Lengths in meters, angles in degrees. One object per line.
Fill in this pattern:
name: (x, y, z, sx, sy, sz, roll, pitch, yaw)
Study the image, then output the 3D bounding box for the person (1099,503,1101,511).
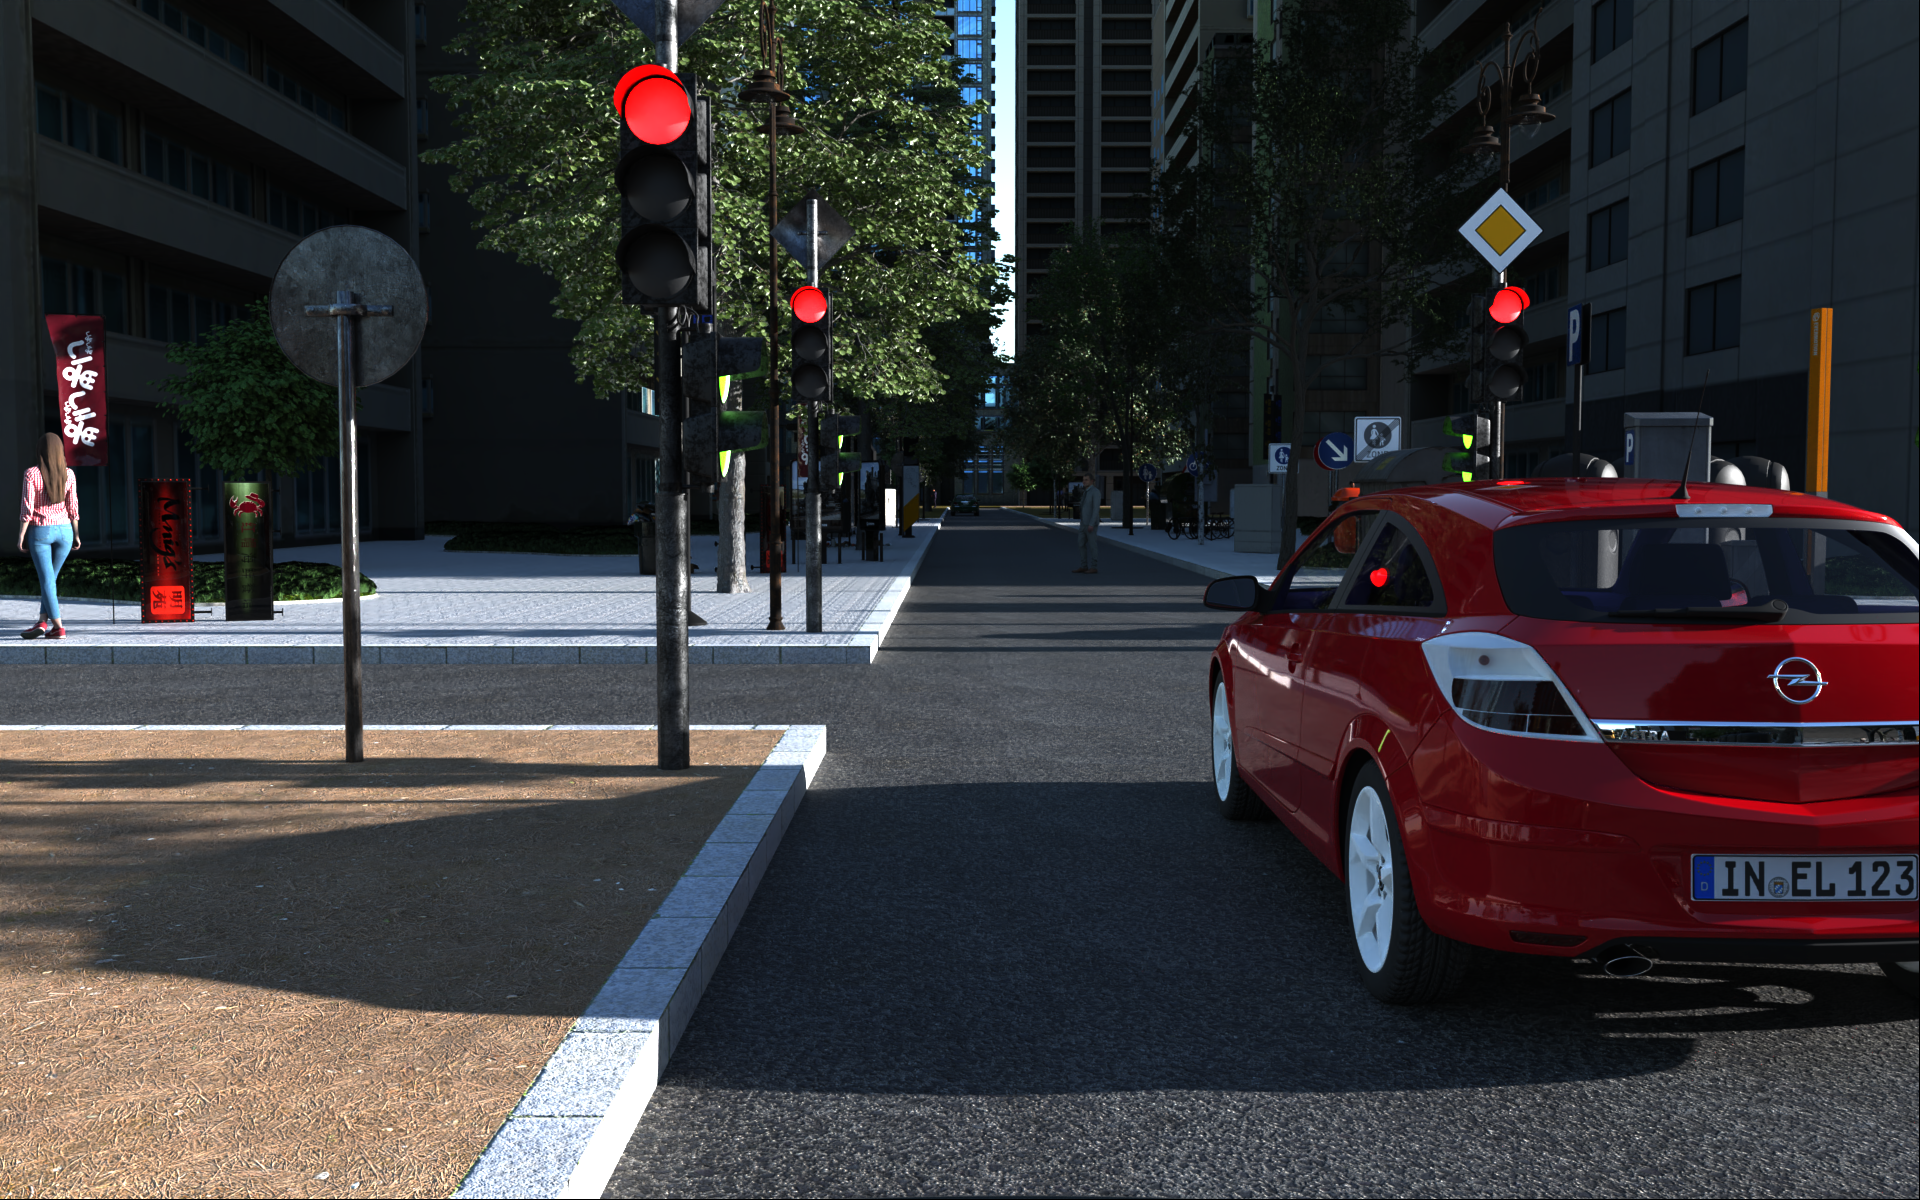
person: (8.133, -5.807, 104.184, 0.799, 1.438, 0.628, 2, 4, 24)

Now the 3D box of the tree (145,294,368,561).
tree: (-11.514, -2.742, 28.544, 4.285, 4.588, 4.351, 0, 3, 0)

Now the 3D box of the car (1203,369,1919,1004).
car: (2.038, 0.164, 6.355, 2.155, 1.783, 4.494, 0, 4, 0)

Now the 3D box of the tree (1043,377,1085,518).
tree: (5.180, -8.784, 93.980, 4.737, 8.622, 4.395, 0, 3, 0)

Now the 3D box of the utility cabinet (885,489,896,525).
utility cabinet: (-3.072, -3.796, 70.751, 0.318, 1.500, 1.173, 3, 5, 39)

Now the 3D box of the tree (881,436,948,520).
tree: (-2.247, -6.193, 84.971, 4.285, 4.588, 4.351, 0, 3, 0)

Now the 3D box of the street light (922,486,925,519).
street light: (-1.896, -7.175, 90.093, 0.468, 5.910, 1.993, 0, 3, 0)

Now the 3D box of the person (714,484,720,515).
person: (-12.398, -5.127, 89.848, 0.573, 1.828, 0.580, 2, 4, 28)

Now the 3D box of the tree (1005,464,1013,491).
tree: (5.765, -10.648, 157.806, 4.285, 4.588, 4.351, 0, 3, 0)

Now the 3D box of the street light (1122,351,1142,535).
street light: (5.332, -4.953, 53.777, 0.468, 5.910, 1.993, 0, 3, 0)

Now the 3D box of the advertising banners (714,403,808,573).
advertising banners: (-3.061, -1.949, 28.052, 2.074, 3.025, 0.090, -3, 4, -38)

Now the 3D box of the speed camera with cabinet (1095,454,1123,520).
speed camera with cabinet: (7.351, -5.515, 84.500, 2.038, 3.252, 0.660, 1, 4, 12)

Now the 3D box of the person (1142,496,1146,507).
person: (17.907, -9.840, 166.943, 0.705, 1.823, 1.348, 2, 4, 33)

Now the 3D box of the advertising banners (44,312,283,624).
advertising banners: (-7.859, -1.283, 17.171, 2.074, 3.025, 0.090, -2, 4, -24)

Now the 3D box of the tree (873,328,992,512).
tree: (-2.335, -13.505, 127.468, 9.857, 13.997, 8.962, 0, 3, 0)

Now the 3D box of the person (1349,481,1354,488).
person: (16.404, -4.058, 72.383, 0.794, 1.824, 0.713, 1, 4, 21)

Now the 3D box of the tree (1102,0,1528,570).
tree: (5.804, -5.770, 28.752, 7.601, 10.594, 8.767, 1, 4, 22)

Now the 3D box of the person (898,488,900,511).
person: (-4.651, -7.530, 129.819, 0.551, 1.740, 0.621, -2, 4, -29)

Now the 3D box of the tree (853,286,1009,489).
tree: (-2.074, -17.655, 144.553, 12.611, 20.169, 13.585, 0, 3, 0)

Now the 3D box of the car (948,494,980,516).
car: (0.313, -6.276, 114.411, 2.131, 1.459, 4.920, 0, 4, -1)

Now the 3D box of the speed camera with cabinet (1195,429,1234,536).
speed camera with cabinet: (8.177, -3.566, 52.646, 2.038, 3.252, 0.660, 1, 4, 11)

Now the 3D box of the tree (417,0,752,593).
tree: (-3.401, -6.369, 22.261, 7.486, 12.596, 7.792, 0, 3, 0)

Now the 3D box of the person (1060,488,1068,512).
person: (7.754, -7.363, 127.155, 0.721, 1.735, 1.217, -3, 5, -41)

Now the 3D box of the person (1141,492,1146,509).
person: (15.757, -8.572, 146.289, 0.705, 1.812, 1.348, 3, 5, 41)

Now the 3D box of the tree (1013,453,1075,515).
tree: (6.306, -8.278, 119.061, 4.285, 4.588, 4.351, 0, 3, 0)

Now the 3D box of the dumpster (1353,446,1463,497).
dumpster: (5.792, -0.987, 21.900, 1.264, 1.857, 1.865, 0, 3, 0)

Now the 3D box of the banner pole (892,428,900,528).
banner pole: (-2.331, -4.644, 65.951, 0.401, 3.779, 0.863, -1, 4, -22)

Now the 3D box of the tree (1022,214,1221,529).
tree: (6.157, -8.481, 64.420, 9.928, 11.665, 9.643, 0, 3, 0)

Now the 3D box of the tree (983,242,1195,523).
tree: (5.835, -9.836, 77.829, 9.611, 12.733, 9.660, 0, 3, 0)

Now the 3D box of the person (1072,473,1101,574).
person: (2.337, -1.389, 31.318, 0.391, 1.810, 0.635, -2, 4, -27)

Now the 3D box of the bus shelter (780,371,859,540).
bus shelter: (-4.109, -4.584, 52.585, 2.179, 5.291, 8.768, 0, 4, 0)

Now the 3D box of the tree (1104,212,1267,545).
tree: (5.871, -5.691, 43.413, 4.360, 8.622, 3.978, 0, 3, 0)

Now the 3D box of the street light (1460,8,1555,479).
street light: (5.364, -2.713, 17.148, 0.468, 5.910, 1.993, 0, 3, 0)

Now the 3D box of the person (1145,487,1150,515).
person: (11.552, -6.039, 105.561, 0.721, 1.735, 1.217, 1, 4, 22)

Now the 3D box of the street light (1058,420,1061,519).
street light: (5.200, -7.194, 90.406, 0.468, 5.910, 1.993, 0, 3, 0)

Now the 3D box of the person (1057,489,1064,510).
person: (8.214, -8.342, 142.297, 0.709, 1.838, 0.599, 1, 4, 15)

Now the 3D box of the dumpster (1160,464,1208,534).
dumpster: (7.416, -3.323, 56.822, 1.502, 2.255, 1.985, 0, 3, 0)

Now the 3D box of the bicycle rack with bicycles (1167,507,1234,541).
bicycle rack with bicycles: (7.137, -2.170, 48.860, 2.925, 0.926, 2.852, -2, 4, -24)

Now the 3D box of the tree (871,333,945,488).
tree: (-2.276, -7.283, 69.435, 4.360, 8.622, 3.978, 0, 3, 0)

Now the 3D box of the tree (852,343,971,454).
tree: (-2.930, -10.032, 98.437, 8.767, 10.594, 7.601, 3, 5, 43)

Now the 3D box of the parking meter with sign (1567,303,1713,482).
parking meter with sign: (6.540, -1.206, 15.982, 1.738, 3.016, 0.543, 0, 4, 7)

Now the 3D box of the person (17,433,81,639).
person: (-8.045, -0.567, 15.331, 0.388, 1.821, 0.555, 2, 4, 24)

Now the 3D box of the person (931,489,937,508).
person: (-2.462, -9.467, 161.277, 0.568, 1.767, 0.683, -2, 4, -24)

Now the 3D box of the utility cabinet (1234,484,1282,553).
utility cabinet: (6.496, -1.778, 37.757, 0.318, 1.500, 1.173, -2, 4, -33)

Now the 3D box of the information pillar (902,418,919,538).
information pillar: (-1.438, -3.636, 50.798, 0.504, 3.616, 0.183, 1, 4, 20)

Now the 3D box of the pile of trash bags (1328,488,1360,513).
pile of trash bags: (6.907, -0.900, 24.475, 3.447, 1.369, 1.912, 0, 4, -5)

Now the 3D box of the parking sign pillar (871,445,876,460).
parking sign pillar: (-4.065, -5.242, 74.176, 1.447, 3.967, 1.447, -2, 4, -31)
